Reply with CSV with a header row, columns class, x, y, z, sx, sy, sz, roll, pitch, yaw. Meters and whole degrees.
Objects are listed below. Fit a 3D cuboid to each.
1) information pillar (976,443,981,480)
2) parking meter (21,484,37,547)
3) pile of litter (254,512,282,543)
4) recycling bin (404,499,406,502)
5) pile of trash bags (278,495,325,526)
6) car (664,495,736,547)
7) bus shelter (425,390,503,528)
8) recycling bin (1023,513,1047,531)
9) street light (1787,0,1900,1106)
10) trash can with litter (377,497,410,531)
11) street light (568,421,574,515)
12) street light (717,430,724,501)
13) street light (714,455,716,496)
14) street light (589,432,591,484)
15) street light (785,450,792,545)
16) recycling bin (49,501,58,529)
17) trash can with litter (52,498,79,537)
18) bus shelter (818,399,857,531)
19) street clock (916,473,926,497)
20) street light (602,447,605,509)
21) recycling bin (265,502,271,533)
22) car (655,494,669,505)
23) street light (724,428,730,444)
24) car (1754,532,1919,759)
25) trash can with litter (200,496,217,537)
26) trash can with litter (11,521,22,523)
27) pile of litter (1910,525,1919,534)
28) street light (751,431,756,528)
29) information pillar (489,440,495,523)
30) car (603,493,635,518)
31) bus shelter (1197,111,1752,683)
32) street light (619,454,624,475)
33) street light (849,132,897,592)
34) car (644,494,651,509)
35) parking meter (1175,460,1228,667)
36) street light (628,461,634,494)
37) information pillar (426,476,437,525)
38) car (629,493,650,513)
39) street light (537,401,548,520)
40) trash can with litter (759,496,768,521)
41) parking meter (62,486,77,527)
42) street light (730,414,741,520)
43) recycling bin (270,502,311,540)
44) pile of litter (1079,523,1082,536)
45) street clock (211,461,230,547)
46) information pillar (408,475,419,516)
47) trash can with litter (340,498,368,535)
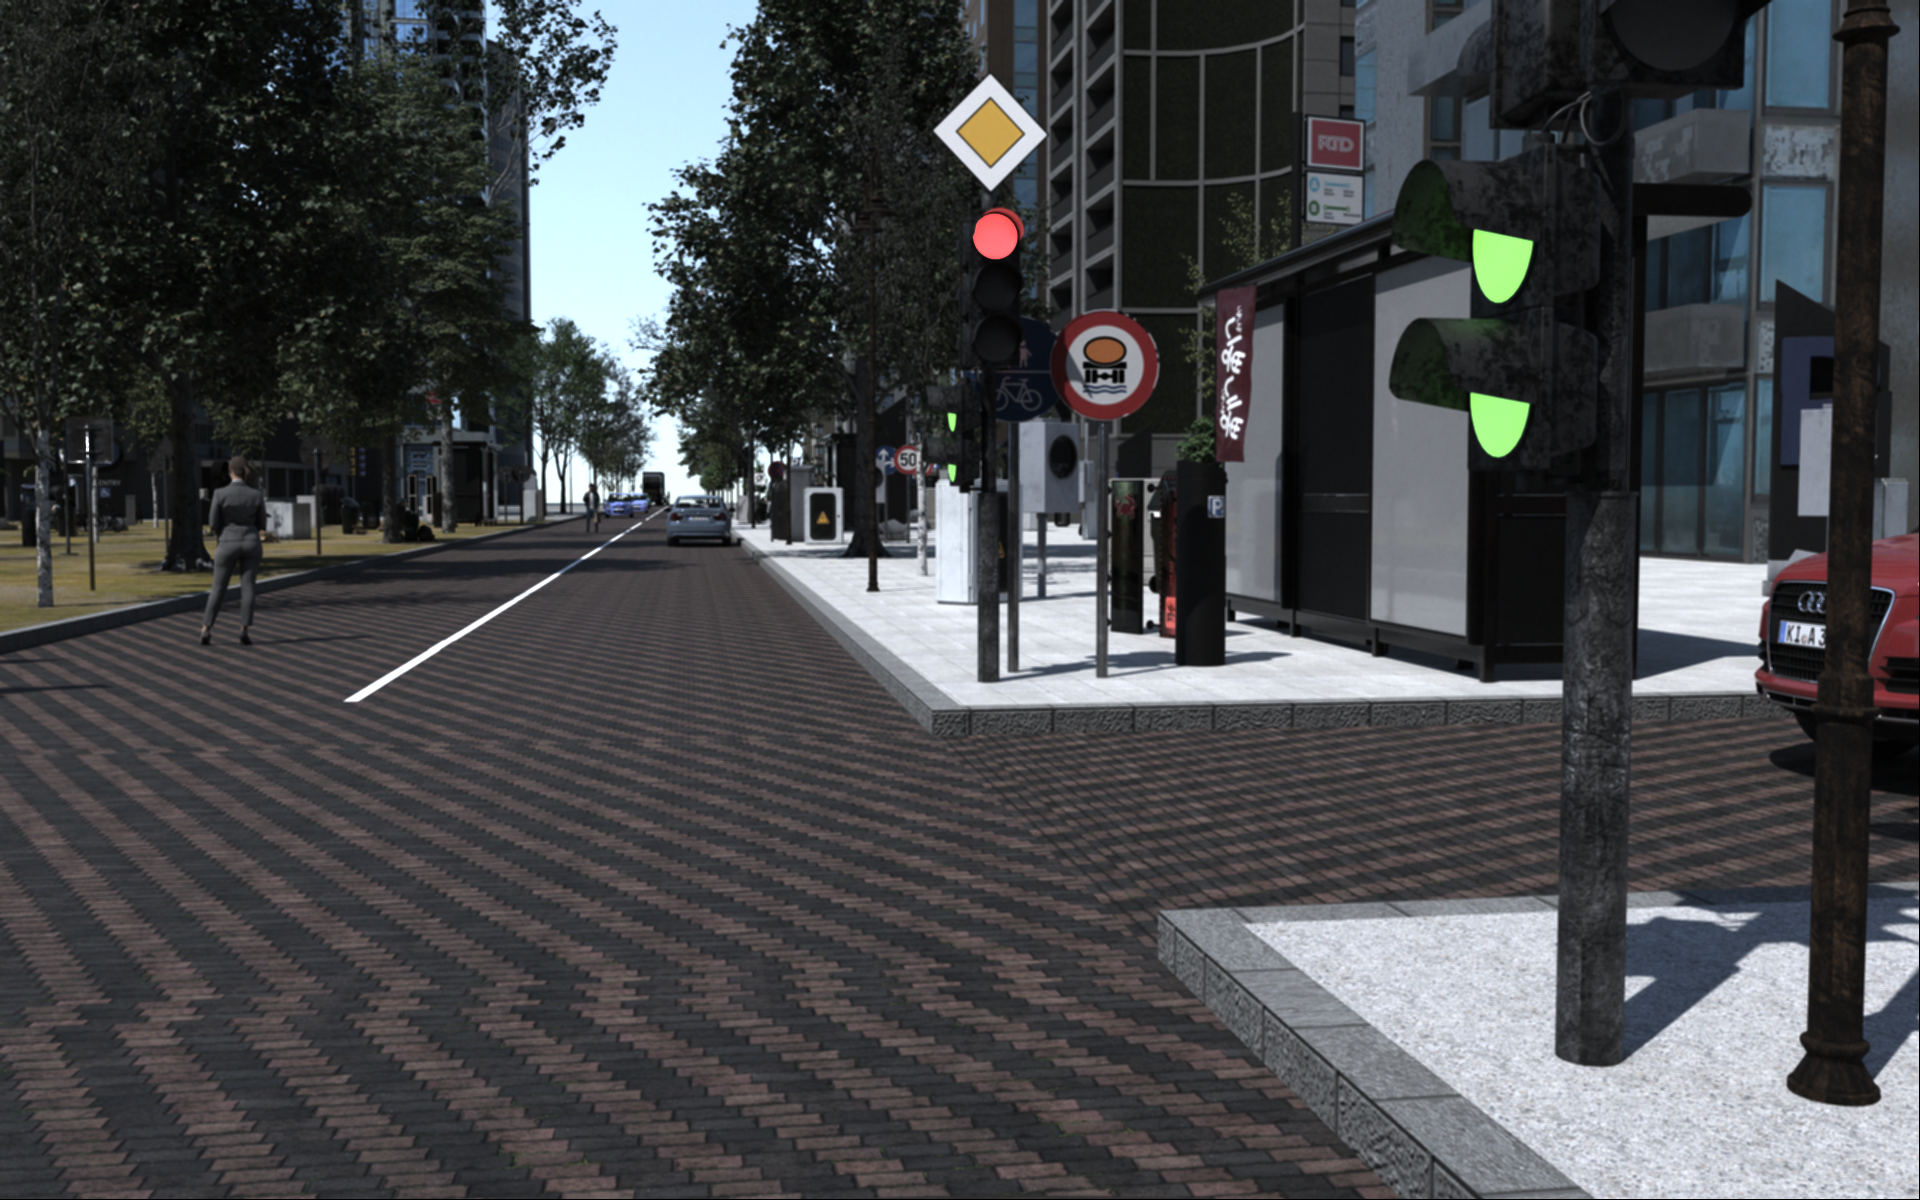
class,x,y,z,sx,sy,sz,roll,pitch,yaw
information pillar,0.449,-3.149,42.840,0.504,3.616,0.183,2,4,31
parking meter,-22.700,-2.071,42.280,0.372,1.533,0.369,0,3,0
pile of litter,-18.665,-1.954,45.911,1.719,0.858,1.176,1,4,18
recycling bin,-26.581,-4.220,81.545,0.722,1.027,0.722,1,4,20
pile of trash bags,-26.971,-3.603,68.660,3.447,1.369,1.912,-1,4,-13
car,-7.304,-2.240,48.624,2.014,1.417,4.499,0,4,-7
bus shelter,-19.992,-5.639,69.824,2.179,5.291,8.768,-1,4,-9
recycling bin,2.569,-2.906,60.073,0.722,1.027,0.722,-1,4,-21
street light,1.873,-1.881,3.537,0.468,5.910,1.993,-1,4,-9
trash can with litter,-19.608,-2.965,59.869,0.624,1.170,1.055,2,4,27
street light,-24.151,-8.236,107.445,0.468,5.910,1.993,-1,4,-9
street light,-16.289,-8.942,118.992,0.468,5.910,1.993,-1,4,-9
street light,-19.511,-10.223,139.936,0.468,5.910,1.993,-1,4,-9
street light,-27.491,-9.533,128.658,0.468,5.910,1.993,-1,4,-9
street light,-4.336,-4.339,43.726,0.468,5.910,1.993,-1,4,-9
recycling bin,-34.000,-3.163,64.272,0.722,1.027,0.722,1,4,16
trash can with litter,-26.840,-2.484,51.995,0.624,1.170,1.055,-1,4,-19
bus shelter,-4.038,-5.274,63.858,2.179,5.291,8.768,-1,4,-9
street clock,-1.197,-2.991,53.470,0.358,2.002,0.471,-1,4,-13
street light,-30.783,-10.814,149.590,0.468,5.910,1.993,-1,4,-9
recycling bin,-22.599,-2.739,57.344,0.722,1.027,0.722,0,4,-8
car,-40.022,-13.586,232.353,2.015,1.641,3.980,0,4,-7
street light,-12.868,-7.628,97.500,0.468,5.910,1.993,-1,4,-9
car,6.736,-0.014,8.908,5.304,1.827,2.281,-1,4,-10
trash can with litter,-22.820,-2.485,51.689,1.678,1.210,2.233,1,4,10
trash can with litter,-40.860,-3.992,76.330,1.678,1.210,2.233,-1,4,-19
pile of litter,15.219,-0.802,27.071,1.176,0.858,1.719,-2,4,-34
street light,-7.741,-5.624,64.745,0.468,5.910,1.993,-1,4,-9
information pillar,-20.567,-5.172,75.915,0.183,3.616,0.504,-2,4,-29
car,-20.911,-5.917,106.327,1.945,1.707,3.694,-1,4,-10
bus shelter,3.682,-2.343,15.936,2.179,5.291,8.768,-1,4,-9
street light,-36.946,-13.239,189.243,0.468,5.910,1.993,-1,4,-9
street light,-1.144,-3.049,22.645,0.468,5.910,1.993,-1,4,-9
car,-31.314,-9.867,170.126,1.959,1.807,4.718,-1,4,-11
parking meter,1.809,-0.281,13.000,0.372,1.533,0.369,0,3,0
street light,-40.342,-14.575,211.090,0.468,5.910,1.993,-1,4,-9
information pillar,-21.931,-4.124,71.911,0.304,2.012,0.304,2,4,26
car,-24.276,-7.368,130.064,1.945,1.707,3.694,-1,4,-10
street light,-20.764,-6.935,86.168,0.468,5.910,1.993,-1,4,-9
trash can with litter,-9.618,-4.314,81.915,1.055,1.170,0.624,0,4,-8
parking meter,-27.209,-2.722,52.915,0.372,1.533,0.369,0,3,0
street light,-10.995,-6.905,85.683,0.468,5.910,1.993,-1,4,-9
recycling bin,-18.815,-2.218,48.821,0.722,1.027,0.722,2,4,24
pile of litter,4.343,-2.423,53.586,1.719,0.858,1.176,-3,5,-41
street clock,-16.052,-2.024,37.658,0.358,2.002,0.471,0,4,-1
information pillar,-21.139,-3.823,66.993,0.304,2.012,0.304,0,4,-5
trash can with litter,-19.182,-2.665,54.966,1.055,1.170,0.624,3,4,36
